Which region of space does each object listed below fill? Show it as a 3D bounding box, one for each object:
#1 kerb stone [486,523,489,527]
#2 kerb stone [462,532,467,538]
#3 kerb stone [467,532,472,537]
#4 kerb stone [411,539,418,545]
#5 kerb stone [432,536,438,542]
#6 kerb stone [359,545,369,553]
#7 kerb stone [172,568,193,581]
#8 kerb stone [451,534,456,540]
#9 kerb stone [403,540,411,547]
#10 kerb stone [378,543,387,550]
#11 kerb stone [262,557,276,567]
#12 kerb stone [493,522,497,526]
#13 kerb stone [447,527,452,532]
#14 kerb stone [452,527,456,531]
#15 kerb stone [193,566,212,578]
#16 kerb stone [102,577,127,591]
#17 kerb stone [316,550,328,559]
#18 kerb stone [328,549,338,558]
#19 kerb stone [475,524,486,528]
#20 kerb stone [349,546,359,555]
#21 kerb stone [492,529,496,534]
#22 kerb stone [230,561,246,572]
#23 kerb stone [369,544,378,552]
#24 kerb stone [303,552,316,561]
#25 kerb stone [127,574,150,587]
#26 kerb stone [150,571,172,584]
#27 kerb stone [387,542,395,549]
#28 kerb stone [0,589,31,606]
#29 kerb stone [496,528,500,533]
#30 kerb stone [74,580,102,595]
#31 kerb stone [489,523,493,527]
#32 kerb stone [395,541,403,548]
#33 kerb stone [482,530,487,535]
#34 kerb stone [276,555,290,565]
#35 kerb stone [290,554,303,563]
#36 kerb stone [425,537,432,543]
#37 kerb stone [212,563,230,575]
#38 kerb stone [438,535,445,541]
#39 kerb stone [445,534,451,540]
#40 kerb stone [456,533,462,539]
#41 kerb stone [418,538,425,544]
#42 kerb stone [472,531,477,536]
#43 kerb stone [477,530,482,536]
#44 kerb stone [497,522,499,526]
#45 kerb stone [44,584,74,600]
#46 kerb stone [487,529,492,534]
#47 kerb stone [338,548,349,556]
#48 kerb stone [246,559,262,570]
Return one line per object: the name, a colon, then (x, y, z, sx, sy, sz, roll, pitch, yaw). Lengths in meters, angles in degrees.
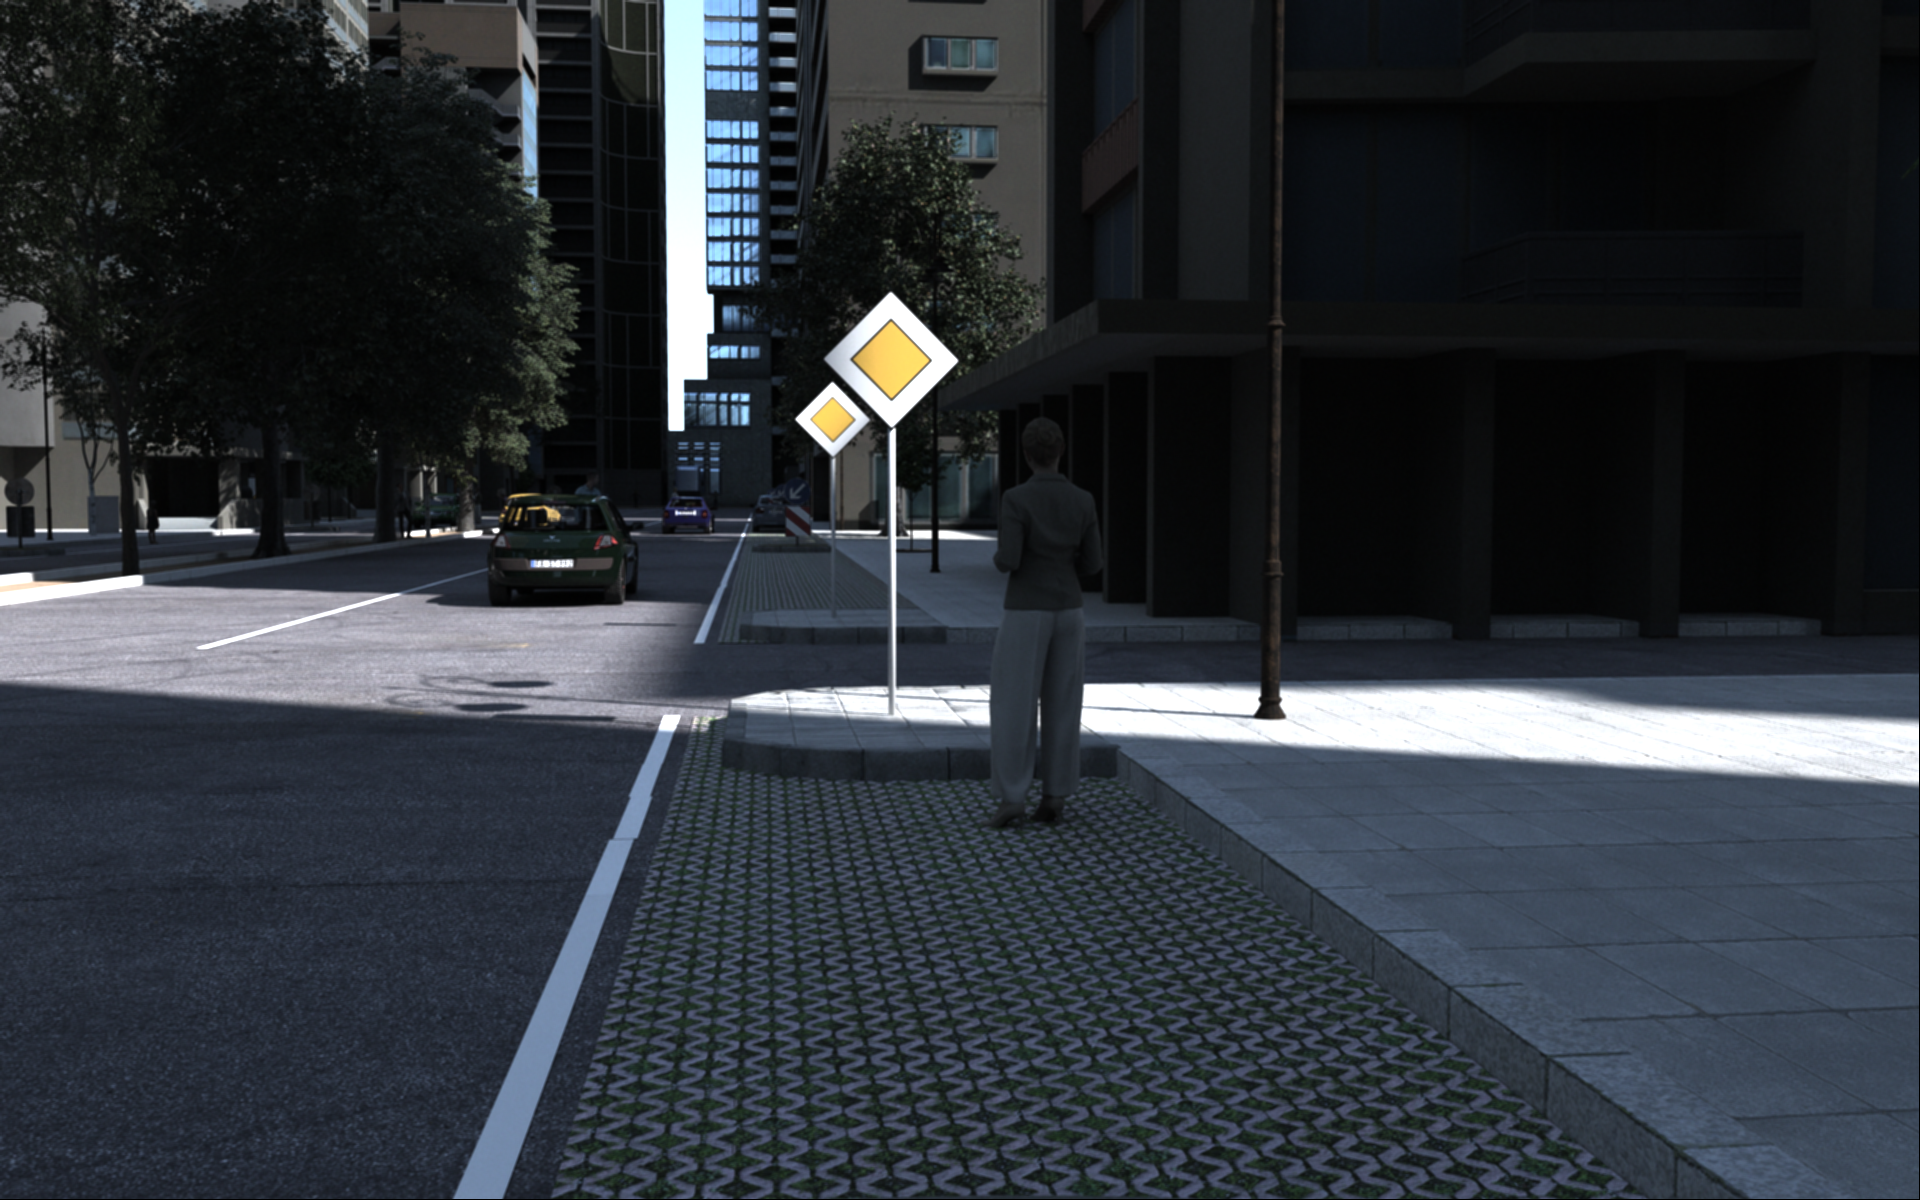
kerb stone: (-20.524, -3.206, 74.616, 0.120, 0.150, 1.000, 0, 4, -7)
kerb stone: (-16.300, -2.093, 56.510, 0.120, 0.150, 1.000, 0, 4, -7)
kerb stone: (-16.422, -2.161, 57.525, 0.120, 0.150, 1.000, 0, 4, -7)
kerb stone: (-15.368, -1.602, 48.380, 0.120, 0.150, 1.000, 0, 4, -7)
kerb stone: (-15.720, -1.785, 51.428, 0.120, 0.150, 1.000, 0, 4, -7)
kerb stone: (-14.660, -1.226, 42.262, 0.120, 0.150, 1.000, 0, 4, -7)
kerb stone: (-13.122, -0.417, 29.016, 0.120, 0.150, 1.000, 0, 4, -7)
kerb stone: (-16.069, -1.974, 54.477, 0.120, 0.150, 1.000, 0, 4, -7)
kerb stone: (-15.245, -1.535, 47.353, 0.120, 0.150, 1.000, 0, 4, -7)
kerb stone: (-14.894, -1.350, 44.300, 0.120, 0.150, 1.000, 0, 4, -7)
kerb stone: (-13.720, -0.722, 34.105, 0.120, 0.150, 1.000, 0, 4, -7)
kerb stone: (-20.754, -3.332, 76.666, 0.120, 0.150, 1.000, 0, 4, -7)
kerb stone: (-19.456, -2.646, 65.464, 0.120, 0.150, 1.000, 0, 4, -7)
kerb stone: (-19.575, -2.703, 66.480, 0.120, 0.150, 1.000, 0, 4, -7)
kerb stone: (-13.236, -0.480, 30.040, 0.120, 0.150, 1.000, 0, 4, -7)
kerb stone: (-12.775, -0.231, 25.965, 0.120, 0.150, 1.000, 0, 4, -7)
kerb stone: (-14.184, -0.976, 38.182, 0.120, 0.150, 1.000, 0, 4, -7)
kerb stone: (-14.309, -1.040, 39.197, 0.120, 0.150, 1.000, 0, 4, -7)
kerb stone: (-20.398, -3.144, 73.601, 0.120, 0.150, 1.000, 0, 4, -7)
kerb stone: (-14.543, -1.165, 41.246, 0.120, 0.150, 1.000, 0, 4, -7)
kerb stone: (-17.012, -2.473, 62.629, 0.120, 0.150, 1.000, 0, 4, -7)
kerb stone: (-13.481, -0.604, 32.070, 0.120, 0.150, 1.000, 0, 4, -7)
kerb stone: (-14.781, -1.285, 43.285, 0.120, 0.150, 1.000, 0, 4, -7)
kerb stone: (-14.064, -0.916, 37.167, 0.120, 0.150, 1.000, 0, 4, -7)
kerb stone: (-12.890, -0.293, 26.980, 0.120, 0.150, 1.000, 0, 4, -7)
kerb stone: (-13.008, -0.352, 28.001, 0.120, 0.150, 1.000, 0, 4, -7)
kerb stone: (-15.011, -1.414, 45.316, 0.120, 0.150, 1.000, 0, 4, -7)
kerb stone: (-12.419, -0.042, 22.904, 0.120, 0.150, 1.000, 0, 4, -7)
kerb stone: (-17.136, -2.536, 63.654, 0.120, 0.150, 1.000, 0, 4, -7)
kerb stone: (-12.655, -0.168, 24.949, 0.120, 0.150, 1.000, 0, 4, -7)
kerb stone: (-20.634, -3.269, 75.651, 0.120, 0.150, 1.000, 0, 4, -7)
kerb stone: (-15.137, -1.476, 46.333, 0.120, 0.150, 1.000, 0, 4, -7)
kerb stone: (-16.778, -2.348, 60.588, 0.120, 0.150, 1.000, 0, 4, -7)
kerb stone: (-13.834, -0.790, 35.125, 0.120, 0.150, 1.000, 0, 4, -7)
kerb stone: (-13.950, -0.852, 36.147, 0.120, 0.150, 1.000, 0, 4, -7)
kerb stone: (-15.600, -1.726, 50.412, 0.120, 0.150, 1.000, 0, 4, -7)
kerb stone: (-13.360, -0.542, 31.054, 0.120, 0.150, 1.000, 0, 4, -7)
kerb stone: (-15.835, -1.844, 52.444, 0.120, 0.150, 1.000, 0, 4, -7)
kerb stone: (-15.954, -1.912, 53.459, 0.120, 0.150, 1.000, 0, 4, -7)
kerb stone: (-16.192, -2.037, 55.492, 0.120, 0.150, 1.000, 0, 4, -7)
kerb stone: (-15.489, -1.664, 49.395, 0.120, 0.150, 1.000, 0, 4, -7)
kerb stone: (-16.540, -2.223, 58.547, 0.120, 0.150, 1.000, 0, 4, -7)
kerb stone: (-16.658, -2.286, 59.571, 0.120, 0.150, 1.000, 0, 4, -7)
kerb stone: (-20.867, -3.394, 77.682, 0.120, 0.150, 1.000, 0, 4, -7)
kerb stone: (-12.536, -0.105, 23.919, 0.120, 0.150, 1.000, 0, 4, -7)
kerb stone: (-16.888, -2.403, 61.605, 0.120, 0.150, 1.000, 0, 4, -7)
kerb stone: (-14.426, -1.099, 40.214, 0.120, 0.150, 1.000, 0, 4, -7)
kerb stone: (-13.599, -0.666, 33.090, 0.120, 0.150, 1.000, 0, 4, -7)
